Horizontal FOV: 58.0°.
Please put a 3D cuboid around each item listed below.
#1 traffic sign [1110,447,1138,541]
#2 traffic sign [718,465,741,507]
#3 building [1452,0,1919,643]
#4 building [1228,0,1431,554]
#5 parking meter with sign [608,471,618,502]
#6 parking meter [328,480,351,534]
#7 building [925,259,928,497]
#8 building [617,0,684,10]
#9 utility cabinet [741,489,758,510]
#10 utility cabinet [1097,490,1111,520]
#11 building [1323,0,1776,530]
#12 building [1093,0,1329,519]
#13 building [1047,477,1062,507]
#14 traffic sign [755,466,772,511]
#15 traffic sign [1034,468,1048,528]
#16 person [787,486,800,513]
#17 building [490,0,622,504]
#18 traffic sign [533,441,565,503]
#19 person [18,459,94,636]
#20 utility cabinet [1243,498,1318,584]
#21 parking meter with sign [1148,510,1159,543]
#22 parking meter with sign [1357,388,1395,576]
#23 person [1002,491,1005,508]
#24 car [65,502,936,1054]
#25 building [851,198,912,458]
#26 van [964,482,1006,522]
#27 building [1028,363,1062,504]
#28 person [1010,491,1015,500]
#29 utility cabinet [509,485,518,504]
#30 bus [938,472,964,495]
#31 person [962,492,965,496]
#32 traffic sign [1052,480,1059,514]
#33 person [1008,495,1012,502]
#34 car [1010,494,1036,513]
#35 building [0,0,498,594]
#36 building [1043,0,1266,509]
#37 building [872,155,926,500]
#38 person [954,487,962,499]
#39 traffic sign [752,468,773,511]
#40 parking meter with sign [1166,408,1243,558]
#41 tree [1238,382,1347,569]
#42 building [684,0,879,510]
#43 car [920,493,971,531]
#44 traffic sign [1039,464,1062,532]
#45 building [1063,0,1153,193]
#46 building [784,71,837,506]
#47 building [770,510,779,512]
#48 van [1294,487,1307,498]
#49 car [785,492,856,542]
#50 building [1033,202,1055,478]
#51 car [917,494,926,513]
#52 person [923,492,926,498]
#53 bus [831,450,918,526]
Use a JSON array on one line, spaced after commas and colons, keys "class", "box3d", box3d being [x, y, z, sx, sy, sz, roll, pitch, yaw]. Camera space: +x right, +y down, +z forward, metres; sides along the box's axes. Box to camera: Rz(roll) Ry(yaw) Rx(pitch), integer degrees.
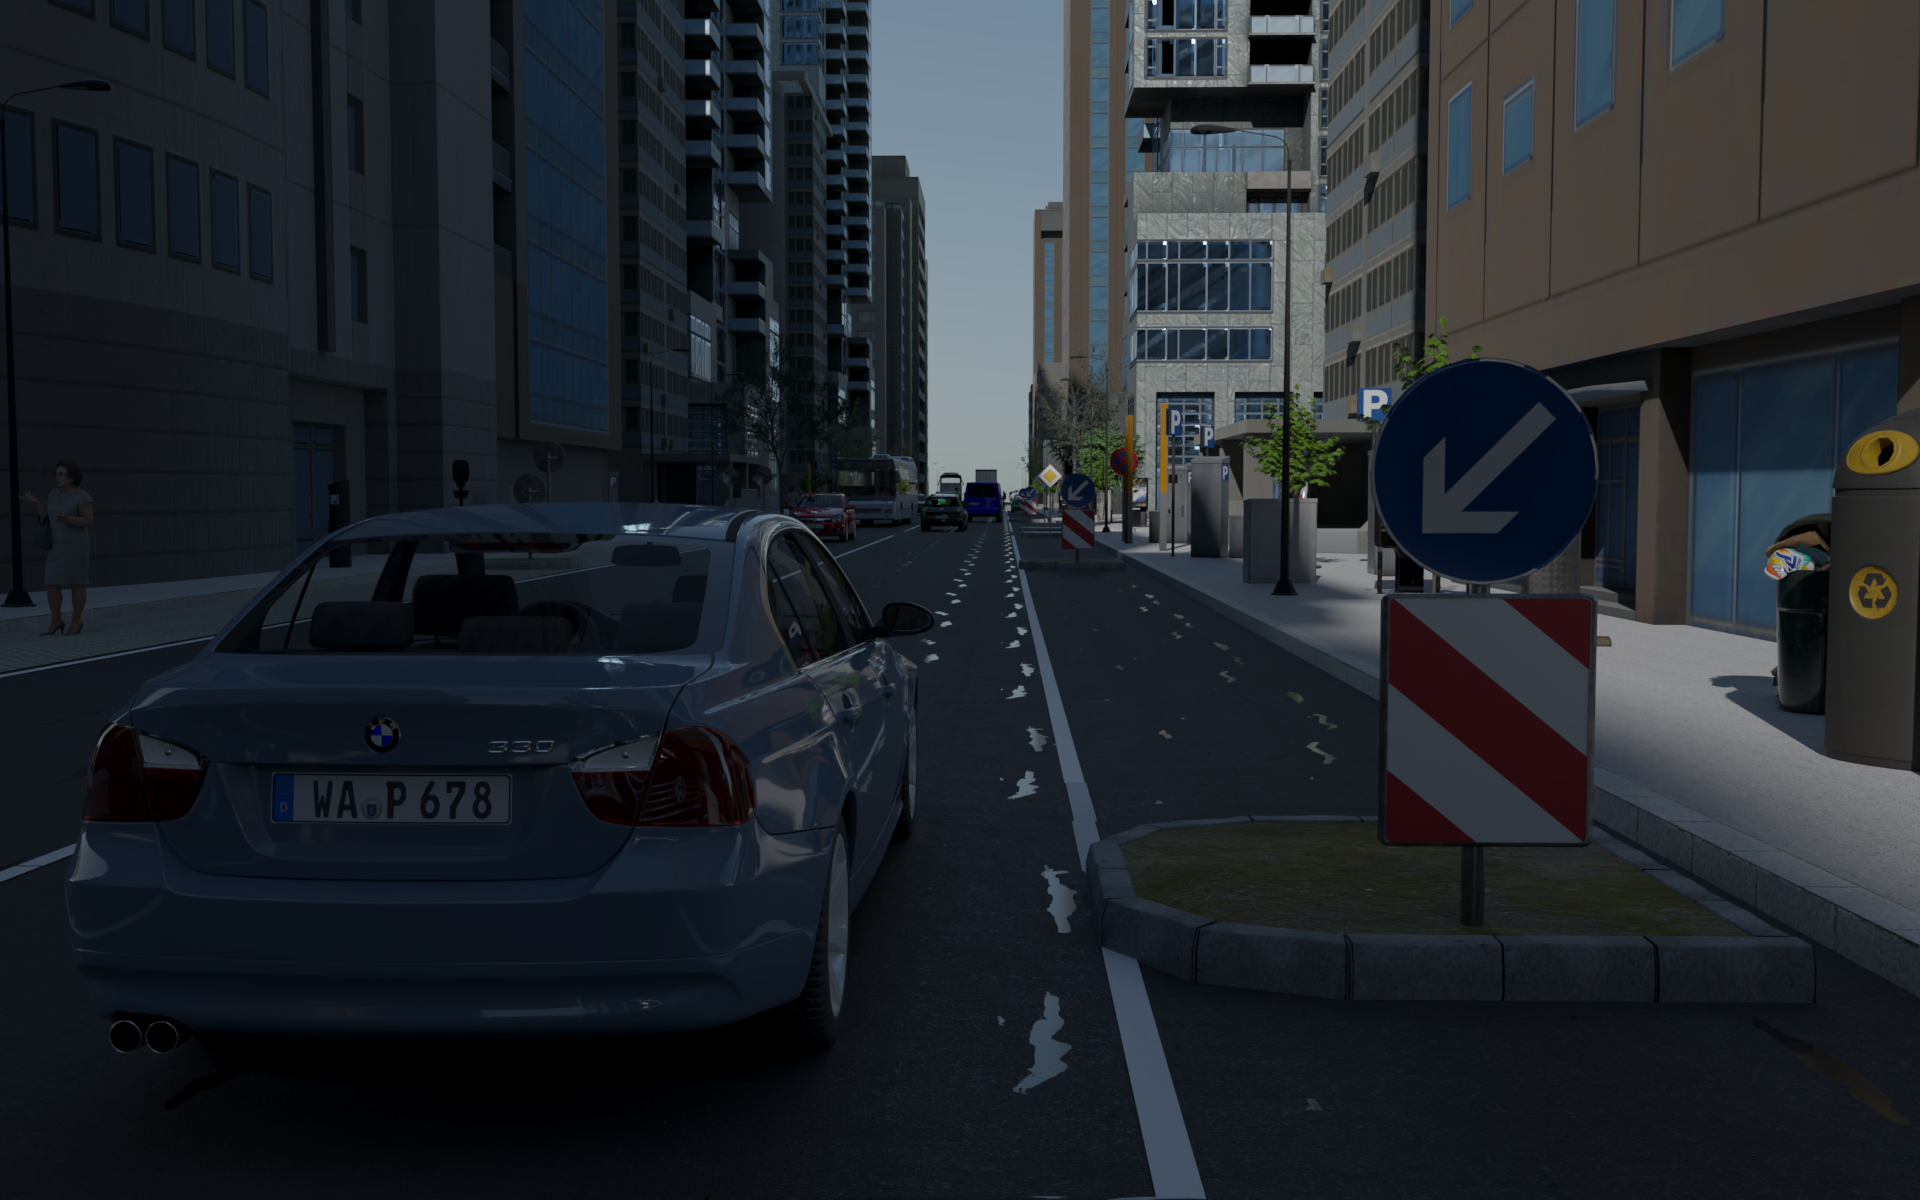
[{"class": "traffic sign", "box3d": [4.445, -2.871, 47.053, 0.768, 2.556, 0.104, 0, 4, 4]}, {"class": "traffic sign", "box3d": [-7.764, -3.354, 58.477, 0.795, 2.450, 0.064, 0, 4, 1]}, {"class": "building", "box3d": [13.525, -22.434, 16.902, 14.600, 45.320, 14.200, 0, 4, 1]}, {"class": "building", "box3d": [22.836, -21.529, 43.885, 32.217, 40.220, 23.993, 0, 4, 1]}, {"class": "parking meter with sign", "box3d": [-11.923, -3.807, 58.503, 1.738, 3.016, 0.543, 3, 5, 43]}, {"class": "parking meter", "box3d": [-10.850, -1.338, 30.289, 0.372, 1.533, 0.369, 0, 3, 0]}, {"class": "building", "box3d": [-12.705, -37.294, 293.348, 14.154, 41.232, 14.086, 0, 4, 1]}, {"class": "building", "box3d": [-25.731, -23.641, 78.406, 32.217, 40.220, 23.993, 0, 4, 1]}, {"class": "utility cabinet", "box3d": [-9.059, -4.045, 74.807, 0.318, 1.500, 1.173, 1, 4, 16]}, {"class": "utility cabinet", "box3d": [7.157, -4.733, 86.060, 0.318, 1.500, 1.173, -1, 4, -17]}, {"class": "building", "box3d": [23.788, -25.844, 72.657, 14.200, 45.320, 14.600, 0, 4, 1]}, {"class": "building", "box3d": [18.554, -48.245, 101.480, 22.319, 86.520, 31.000, 0, 4, 1]}, {"class": "building", "box3d": [25.020, -29.390, 172.408, 32.217, 40.220, 23.993, 0, 4, 1]}, {"class": "traffic sign", "box3d": [-8.964, -4.832, 79.112, 0.768, 2.556, 0.104, 0, 4, 3]}, {"class": "traffic sign", "box3d": [3.221, -3.825, 66.177, 0.795, 2.450, 0.064, 0, 4, 1]}, {"class": "person", "box3d": [-6.977, -3.951, 73.460, 0.716, 1.782, 0.532, 0, 4, 5]}, {"class": "building", "box3d": [-18.281, -24.366, 48.500, 14.200, 45.320, 14.600, 0, 4, 1]}, {"class": "traffic sign", "box3d": [-9.875, -2.538, 41.609, 0.768, 2.556, 0.104, 0, 4, 5]}, {"class": "person", "box3d": [-9.115, -0.524, 17.426, 0.716, 1.782, 0.532, 1, 4, 14]}, {"class": "utility cabinet", "box3d": [4.609, -0.845, 24.976, 1.020, 1.237, 0.306, -1, 4, -10]}, {"class": "parking meter with sign", "box3d": [5.705, -2.979, 44.967, 1.738, 3.016, 0.543, 3, 5, 40]}, {"class": "parking meter with sign", "box3d": [6.776, -1.922, 27.684, 0.543, 3.016, 1.738, 0, 4, 2]}, {"class": "person", "box3d": [4.279, -10.001, 172.699, 0.721, 1.739, 1.217, 2, 4, 27]}, {"class": "car", "box3d": [-1.116, 0.379, 5.800, 2.014, 1.417, 4.499, 0, 4, 2]}, {"class": "building", "box3d": [-13.785, -33.596, 232.887, 14.154, 41.232, 14.086, 0, 4, 1]}, {"class": "van", "box3d": [1.239, -5.213, 89.624, 2.240, 2.365, 5.245, 0, 4, 3]}, {"class": "building", "box3d": [25.317, -26.986, 286.263, 27.650, 21.520, 28.899, 0, 4, 1]}, {"class": "person", "box3d": [4.550, -8.270, 144.648, 0.436, 1.711, 0.756, -3, 5, -44]}, {"class": "utility cabinet", "box3d": [-9.931, -1.891, 39.594, 0.318, 1.500, 1.173, 1, 4, 9]}, {"class": "bus", "box3d": [-1.053, -12.572, 197.096, 2.896, 3.916, 12.252, 0, 4, 0]}, {"class": "person", "box3d": [0.770, -17.257, 290.666, 1.348, 1.822, 0.705, 1, 4, 22]}, {"class": "traffic sign", "box3d": [6.078, -6.930, 113.404, 0.768, 2.556, 0.104, 0, 4, 3]}, {"class": "person", "box3d": [8.108, -15.938, 269.109, 1.348, 1.821, 0.705, -1, 4, -15]}, {"class": "car", "box3d": [4.657, -7.288, 127.953, 1.959, 1.807, 4.718, 0, 4, 0]}, {"class": "building", "box3d": [-21.838, -29.592, 25.828, 21.231, 58.520, 28.212, 0, 4, 1]}, {"class": "building", "box3d": [21.201, -54.182, 198.541, 22.319, 86.520, 31.000, 0, 4, 1]}, {"class": "building", "box3d": [-16.123, -38.365, 250.964, 21.300, 48.544, 21.600, 0, 4, 1]}, {"class": "person", "box3d": [-0.128, -5.318, 95.626, 0.511, 1.800, 0.466, 0, 4, 6]}, {"class": "traffic sign", "box3d": [-7.569, -3.842, 66.460, 0.795, 2.450, 0.064, 0, 4, 1]}, {"class": "parking meter with sign", "box3d": [5.049, -2.367, 34.969, 1.738, 3.016, 0.543, 2, 4, 34]}, {"class": "tree", "box3d": [5.877, -2.161, 29.936, 1.663, 3.219, 1.824, 0, 3, 0]}, {"class": "building", "box3d": [-19.260, -53.030, 179.708, 22.319, 86.520, 31.000, 0, 4, 1]}, {"class": "car", "box3d": [-0.604, -3.571, 68.168, 2.009, 1.686, 4.222, 0, 4, 3]}, {"class": "traffic sign", "box3d": [3.027, -3.337, 58.195, 0.795, 2.450, 0.064, 0, 4, 1]}, {"class": "building", "box3d": [15.073, -29.557, 133.374, 14.600, 45.320, 14.200, 0, 4, 1]}, {"class": "building", "box3d": [-24.679, -28.237, 153.562, 32.217, 40.220, 23.993, 0, 4, 1]}, {"class": "building", "box3d": [-23.148, -48.944, 112.910, 22.319, 86.520, 31.000, 0, 4, 1]}, {"class": "van", "box3d": [14.147, -3.410, 62.768, 4.112, 2.044, 2.013, 0, 4, 1]}, {"class": "car", "box3d": [-4.209, -2.683, 52.908, 2.155, 1.783, 4.494, 0, 4, 1]}, {"class": "building", "box3d": [18.140, -37.559, 264.195, 14.600, 45.320, 14.200, 0, 4, 1]}, {"class": "car", "box3d": [-3.109, -6.689, 119.157, 2.009, 1.686, 4.222, 0, 4, -1]}, {"class": "person", "box3d": [-4.313, -11.830, 202.713, 0.721, 1.735, 1.217, -3, 4, -36]}, {"class": "bus", "box3d": [-3.742, -5.211, 80.064, 2.948, 3.499, 13.247, 0, 4, 3]}]
